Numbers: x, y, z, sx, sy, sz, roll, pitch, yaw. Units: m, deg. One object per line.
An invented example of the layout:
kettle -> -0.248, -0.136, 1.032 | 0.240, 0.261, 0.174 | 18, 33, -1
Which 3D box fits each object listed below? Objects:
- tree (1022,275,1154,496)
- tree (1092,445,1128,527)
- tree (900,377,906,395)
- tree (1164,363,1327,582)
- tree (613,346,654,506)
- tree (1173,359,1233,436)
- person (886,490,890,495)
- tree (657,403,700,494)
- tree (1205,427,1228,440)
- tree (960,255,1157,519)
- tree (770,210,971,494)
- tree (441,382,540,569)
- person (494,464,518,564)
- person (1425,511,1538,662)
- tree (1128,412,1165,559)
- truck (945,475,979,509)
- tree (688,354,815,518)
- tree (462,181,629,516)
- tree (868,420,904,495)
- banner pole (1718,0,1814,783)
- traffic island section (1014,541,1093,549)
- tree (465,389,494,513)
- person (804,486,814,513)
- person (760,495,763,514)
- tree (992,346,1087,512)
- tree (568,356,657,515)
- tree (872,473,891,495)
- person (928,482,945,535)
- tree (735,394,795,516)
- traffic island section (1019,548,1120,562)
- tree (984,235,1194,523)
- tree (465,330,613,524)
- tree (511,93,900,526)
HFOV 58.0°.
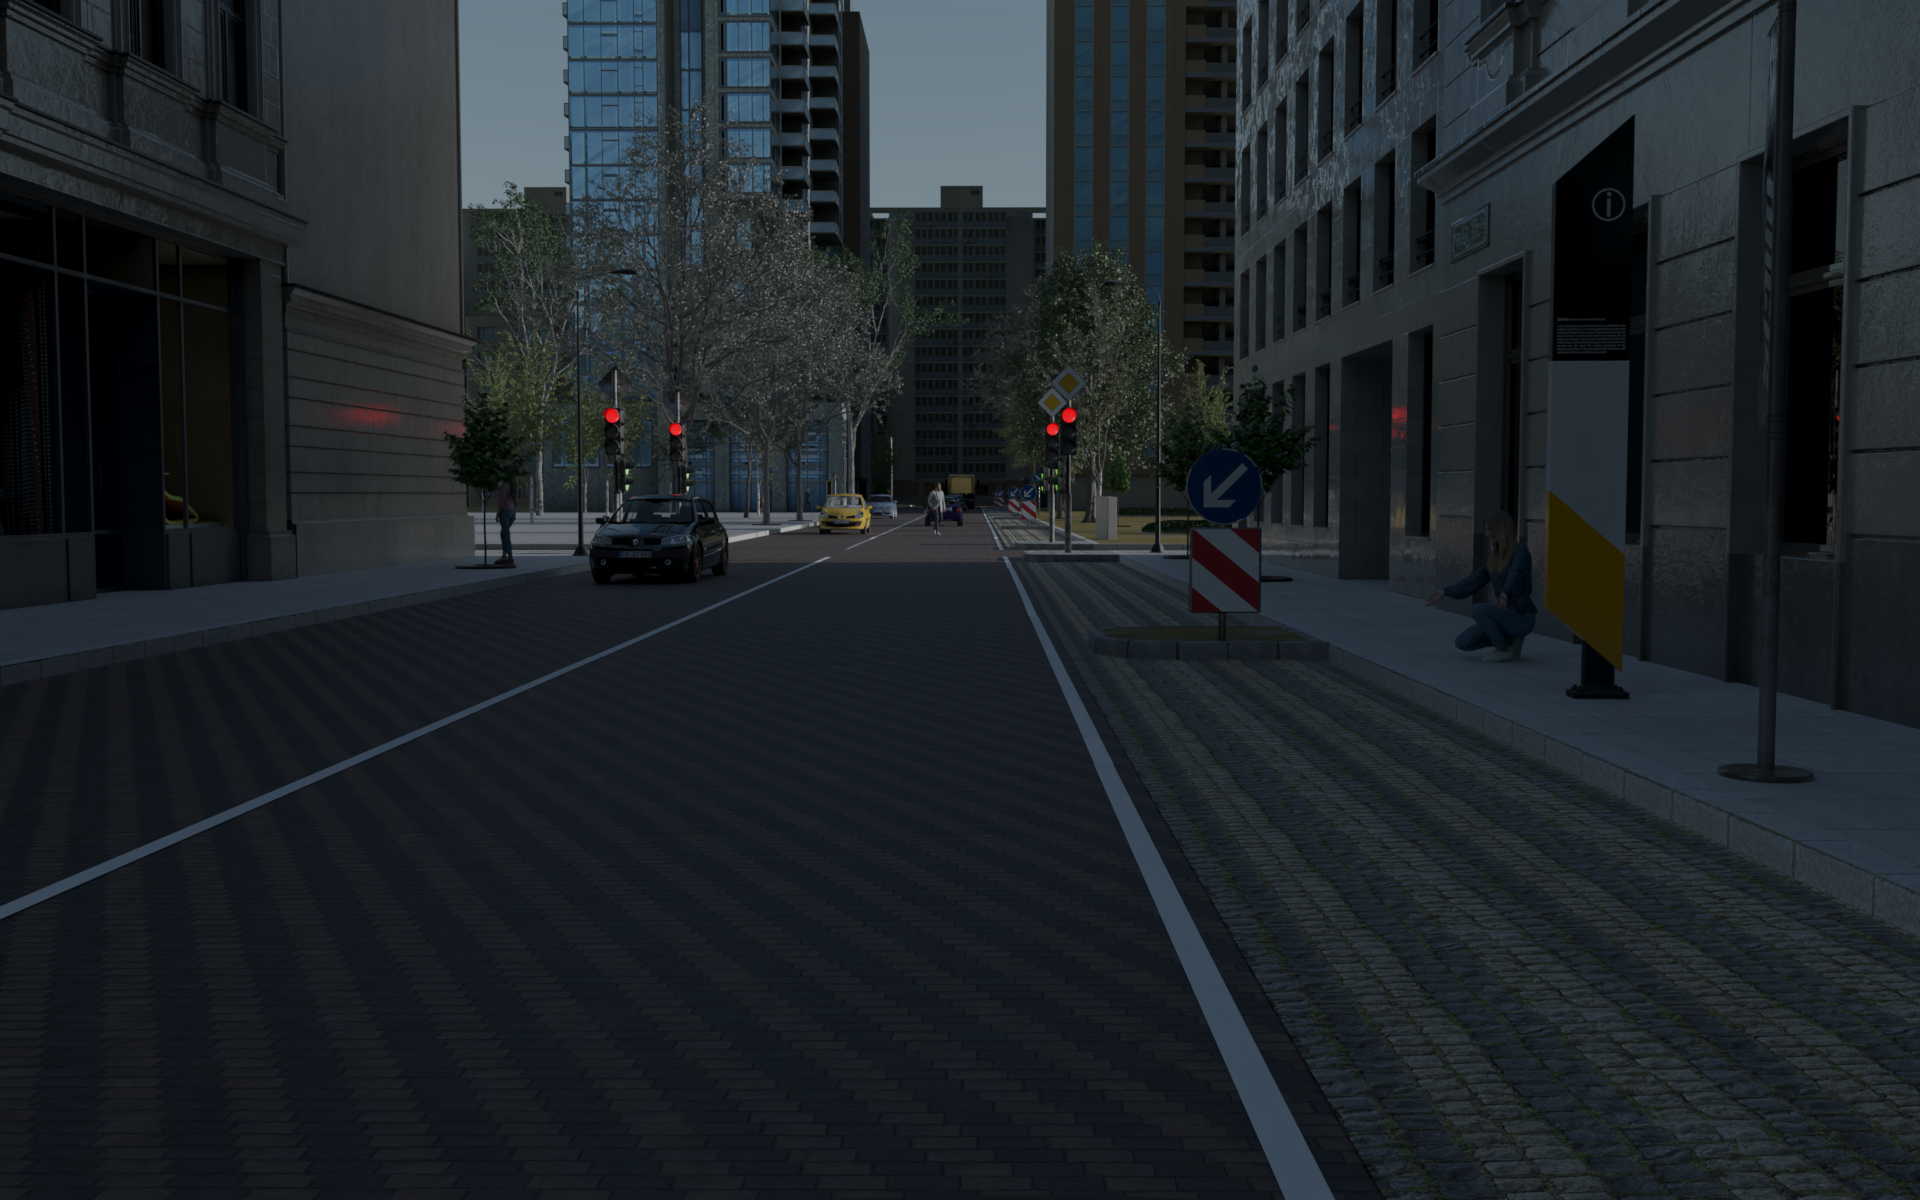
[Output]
tree -> 4.528, -6.595, 58.195 | 4.360, 8.622, 3.978 | 0, 3, 0
tree -> 6.243, -4.485, 67.925 | 1.663, 3.219, 1.824 | 0, 3, 0
tree -> -7.972, -9.810, 70.763 | 12.009, 13.543, 11.850 | 0, 3, 0
tree -> 4.323, -1.903, 25.721 | 1.663, 3.219, 1.824 | 0, 3, 0
tree -> -16.269, -8.042, 81.854 | 4.737, 8.622, 4.395 | 0, 3, 0
tree -> 13.454, -8.769, 93.738 | 4.737, 8.622, 4.395 | 0, 3, 0
person -> -5.190, -7.291, 128.235 | 0.721, 1.766, 1.217 | 0, 4, 4
tree -> -19.863, -10.290, 118.601 | 4.360, 8.622, 3.978 | 0, 3, 0
tree -> 12.778, -6.218, 85.380 | 4.285, 4.588, 4.351 | 0, 3, 0
tree -> 5.180, -10.921, 88.924 | 12.009, 13.543, 11.850 | 0, 3, 0
tree -> -6.061, -15.842, 114.904 | 12.611, 20.169, 13.585 | 0, 3, 0
tree -> -8.099, -2.163, 29.969 | 1.663, 3.219, 1.824 | 0, 3, 0
person -> -8.256, -1.561, 31.580 | 0.388, 1.821, 0.555 | 1, 4, 11
person -> 4.084, -0.105, 13.250 | 0.738, 1.151, 1.012 | 0, 4, -3
tree -> 4.394, -2.425, 34.253 | 1.663, 3.219, 1.824 | 0, 3, 0
truck -> 0.175, -10.681, 170.551 | 3.469, 3.379, 9.791 | 0, 4, 1
tree -> -11.229, -9.715, 93.254 | 7.601, 10.594, 8.767 | 0, 4, 6
tree -> -25.095, -15.182, 104.118 | 12.611, 20.169, 13.585 | 0, 3, 0
tree -> -7.610, -13.532, 171.609 | 4.737, 8.622, 4.395 | 0, 3, 0
banner pole -> 3.732, -1.098, 7.974 | 0.401, 3.779, 0.863 | 1, 4, 18
traffic island section -> 2.454, -1.445, 45.906 | 2.009, 0.180, 2.903 | 0, 4, 0
tree -> -33.016, -10.301, 118.782 | 4.360, 8.622, 3.978 | 0, 3, 0
person -> -10.482, -6.974, 119.852 | 0.755, 1.850, 0.659 | 2, 4, 24
person -> -12.572, -6.060, 109.797 | 0.362, 1.253, 0.373 | -1, 4, -10
tree -> 6.121, -12.402, 120.907 | 7.486, 12.596, 7.792 | 0, 3, 0
tree -> -18.272, -8.582, 90.680 | 4.360, 8.622, 3.978 | 0, 3, 0
tree -> -6.828, -9.871, 155.995 | 1.663, 3.219, 1.824 | 0, 3, 0
person -> -0.842, -3.186, 60.439 | 0.661, 1.843, 0.795 | -2, 4, -34
tree -> -11.762, -9.312, 102.615 | 4.360, 8.622, 3.978 | 0, 3, 0
traffic island section -> 2.385, -0.957, 37.921 | 2.009, 0.180, 2.903 | 0, 4, 0
tree -> 5.872, -9.794, 77.146 | 9.611, 12.733, 9.660 | 0, 3, 0
tree -> -18.257, -7.570, 74.134 | 4.737, 8.622, 4.395 | 0, 3, 0
tree -> -8.633, -8.774, 53.830 | 12.009, 13.543, 11.850 | 0, 3, 0
